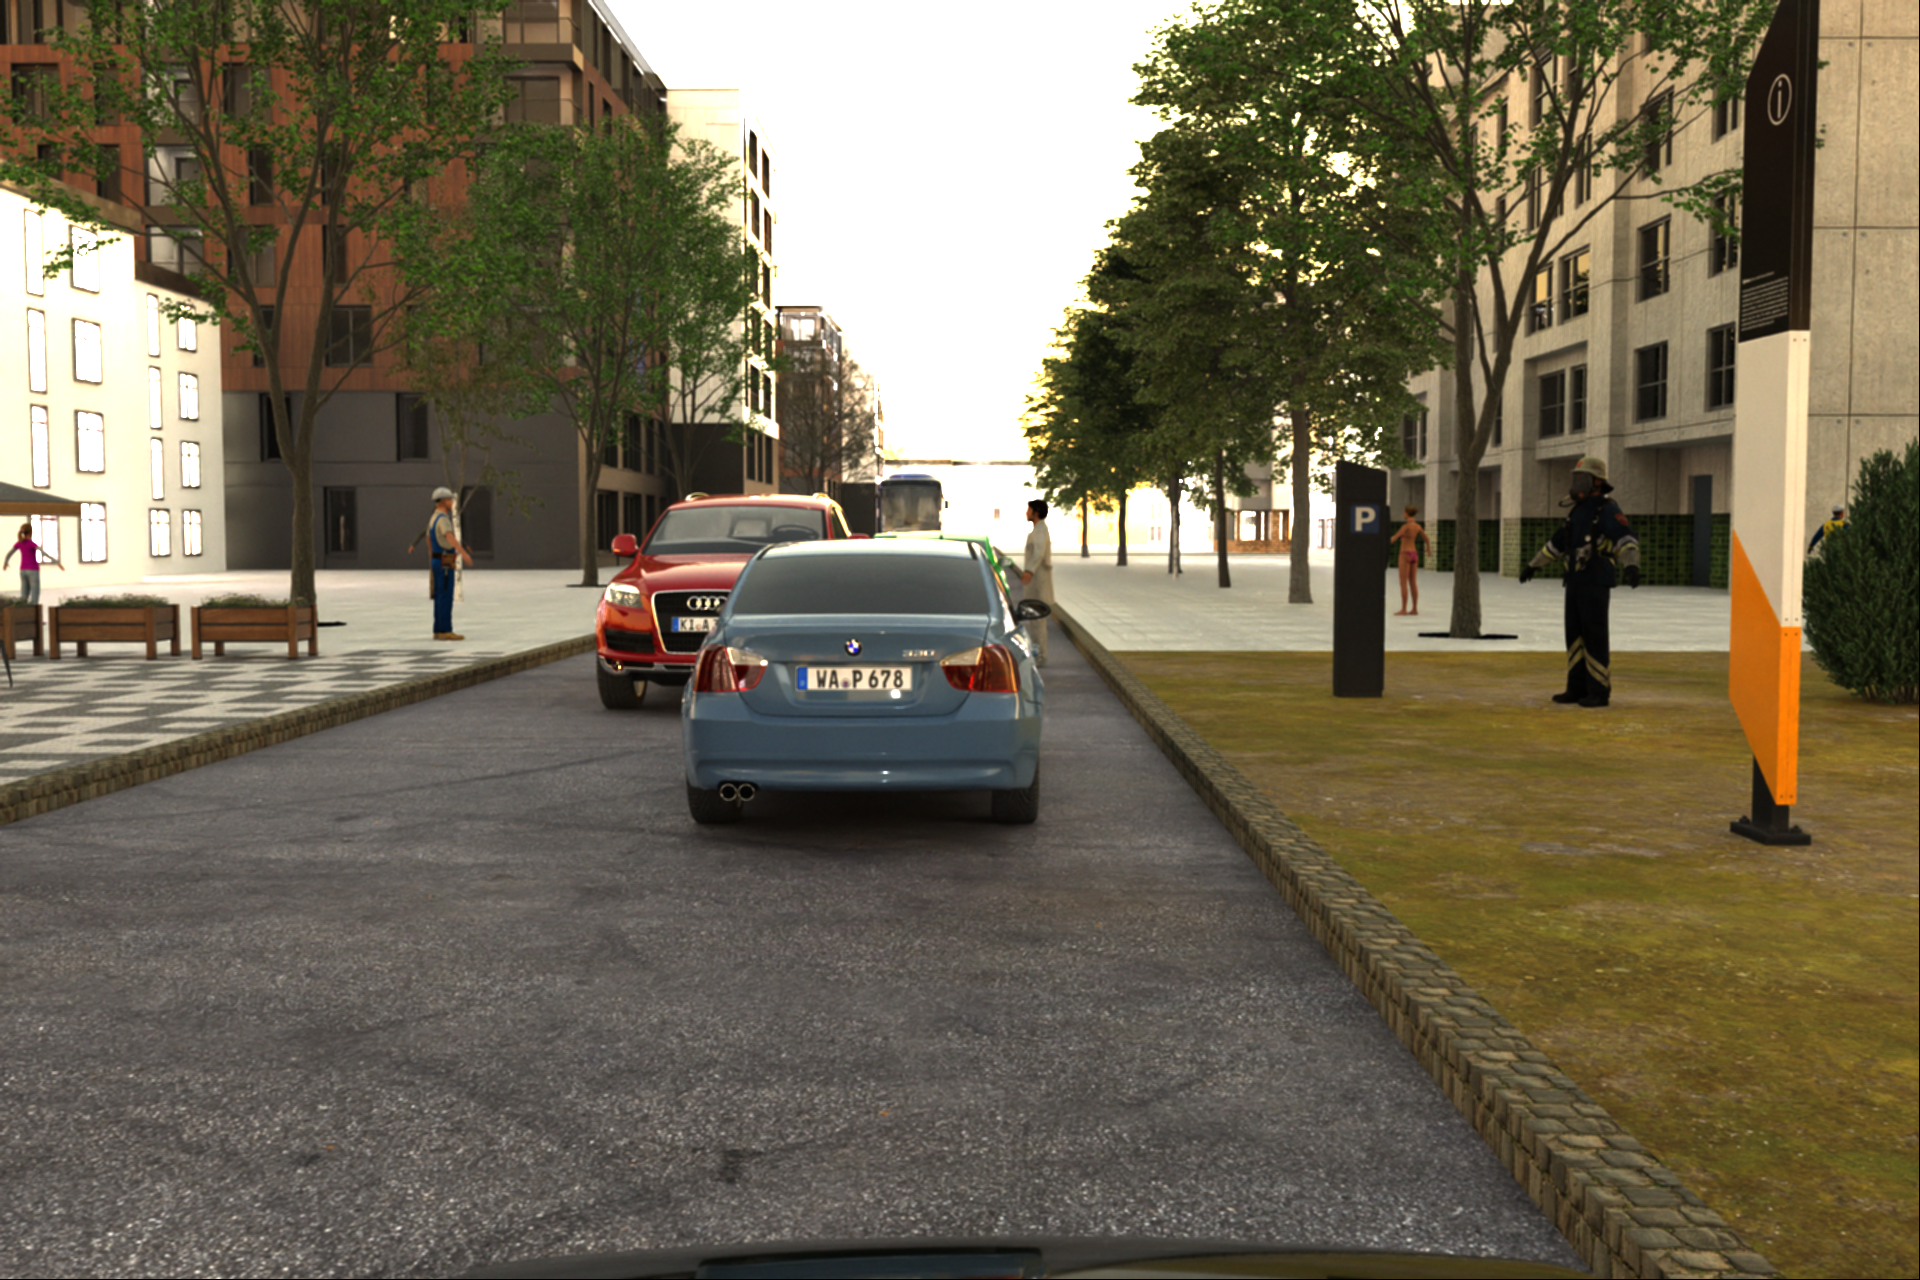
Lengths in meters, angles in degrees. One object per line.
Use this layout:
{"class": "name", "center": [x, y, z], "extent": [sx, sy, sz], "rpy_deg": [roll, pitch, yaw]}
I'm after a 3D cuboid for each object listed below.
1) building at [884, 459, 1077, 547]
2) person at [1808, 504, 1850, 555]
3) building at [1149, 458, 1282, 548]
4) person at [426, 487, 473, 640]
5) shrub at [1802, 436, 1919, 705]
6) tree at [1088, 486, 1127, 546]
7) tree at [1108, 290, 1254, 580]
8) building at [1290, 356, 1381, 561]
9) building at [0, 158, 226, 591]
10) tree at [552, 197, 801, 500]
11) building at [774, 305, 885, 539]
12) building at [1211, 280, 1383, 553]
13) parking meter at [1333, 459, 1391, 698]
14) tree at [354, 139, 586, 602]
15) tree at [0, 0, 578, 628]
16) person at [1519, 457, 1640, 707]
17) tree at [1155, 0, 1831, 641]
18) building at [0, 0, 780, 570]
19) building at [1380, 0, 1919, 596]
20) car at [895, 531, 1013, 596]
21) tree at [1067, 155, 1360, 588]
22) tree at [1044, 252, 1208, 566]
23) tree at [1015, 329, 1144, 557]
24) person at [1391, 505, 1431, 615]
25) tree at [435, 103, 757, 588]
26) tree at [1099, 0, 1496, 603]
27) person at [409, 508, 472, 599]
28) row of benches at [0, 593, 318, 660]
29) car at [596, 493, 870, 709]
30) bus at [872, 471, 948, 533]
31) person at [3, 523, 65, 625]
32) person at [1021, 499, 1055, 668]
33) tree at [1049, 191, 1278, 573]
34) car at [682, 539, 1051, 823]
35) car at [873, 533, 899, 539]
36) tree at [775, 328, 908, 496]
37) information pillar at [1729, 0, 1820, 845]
{"class": "building", "center": [-0.784, -15.279, 194.423], "extent": [28.070, 9.664, 9.099], "rpy_deg": [0, 4, 4]}
{"class": "person", "center": [15.998, -1.565, 31.549], "extent": [0.705, 1.833, 1.349], "rpy_deg": [-2, 4, -27]}
{"class": "building", "center": [23.581, -13.490, 162.712], "extent": [9.099, 9.664, 28.070], "rpy_deg": [0, 4, 0]}
{"class": "person", "center": [-6.235, -0.926, 21.004], "extent": [0.705, 1.847, 1.347], "rpy_deg": [-2, 4, -34]}
{"class": "shrub", "center": [7.192, -0.535, 13.173], "extent": [1.690, 2.028, 1.600], "rpy_deg": [0, 3, 0]}
{"class": "tree", "center": [16.940, -14.757, 191.646], "extent": [4.360, 8.622, 3.978], "rpy_deg": [0, 3, 0]}
{"class": "tree", "center": [6.031, -5.967, 47.923], "extent": [4.737, 8.622, 4.395], "rpy_deg": [0, 3, 0]}
{"class": "building", "center": [22.364, -8.500, 81.118], "extent": [9.099, 9.664, 28.070], "rpy_deg": [0, 4, 1]}
{"class": "building", "center": [-25.897, -6.311, 45.339], "extent": [9.099, 9.664, 28.070], "rpy_deg": [0, 3, 0]}
{"class": "tree", "center": [-8.500, -7.782, 52.986], "extent": [9.928, 11.665, 9.643], "rpy_deg": [0, 3, 0]}
{"class": "building", "center": [-22.326, -20.007, 171.087], "extent": [27.936, 21.610, 32.646], "rpy_deg": [0, 4, 1]}
{"class": "building", "center": [24.140, -16.720, 129.792], "extent": [16.016, 20.090, 11.380], "rpy_deg": [0, 4, 1]}
{"class": "parking meter", "center": [3.168, -0.486, 13.654], "extent": [0.399, 1.863, 0.255], "rpy_deg": [0, 3, 0]}
{"class": "tree", "center": [-9.630, -5.043, 32.819], "extent": [4.360, 8.622, 3.978], "rpy_deg": [0, 3, 0]}
{"class": "tree", "center": [-9.153, -5.984, 23.602], "extent": [9.928, 11.665, 9.643], "rpy_deg": [0, 3, 0]}
{"class": "person", "center": [4.685, -0.441, 12.982], "extent": [0.705, 1.856, 1.354], "rpy_deg": [-1, 4, -16]}
{"class": "tree", "center": [6.427, -5.832, 21.112], "extent": [9.928, 11.665, 9.643], "rpy_deg": [0, 3, 0]}
{"class": "building", "center": [-23.953, -14.300, 77.781], "extent": [27.936, 21.610, 32.646], "rpy_deg": [0, 4, 1]}
{"class": "building", "center": [24.487, -11.276, 50.826], "extent": [16.747, 18.905, 31.486], "rpy_deg": [0, 4, 0]}
{"class": "car", "center": [-0.230, -0.933, 24.054], "extent": [1.959, 1.807, 4.718], "rpy_deg": [0, 4, 1]}
{"class": "tree", "center": [6.027, -6.541, 41.365], "extent": [7.601, 10.594, 8.767], "rpy_deg": [0, 4, 5]}
{"class": "tree", "center": [6.939, -9.277, 69.813], "extent": [7.486, 12.596, 7.792], "rpy_deg": [0, 3, 0]}
{"class": "tree", "center": [6.754, -10.774, 94.280], "extent": [7.486, 12.596, 7.792], "rpy_deg": [0, 3, 0]}
{"class": "person", "center": [7.057, -1.264, 27.468], "extent": [1.217, 1.733, 0.721], "rpy_deg": [-2, 4, -34]}
{"class": "tree", "center": [-8.801, -7.093, 41.731], "extent": [9.928, 11.665, 9.643], "rpy_deg": [0, 3, 0]}
{"class": "tree", "center": [6.009, -6.942, 31.625], "extent": [7.486, 12.596, 7.792], "rpy_deg": [0, 3, 0]}
{"class": "person", "center": [-10.270, -1.704, 34.139], "extent": [0.705, 1.796, 1.348], "rpy_deg": [3, 5, 44]}
{"class": "row of benches", "center": [-8.823, -0.150, 17.923], "extent": [4.104, 0.672, 1.422], "rpy_deg": [0, 4, 0]}
{"class": "car", "center": [-1.899, -0.439, 15.858], "extent": [2.281, 1.827, 5.304], "rpy_deg": [0, 4, 1]}
{"class": "bus", "center": [-1.851, -4.900, 71.663], "extent": [2.896, 3.916, 12.251], "rpy_deg": [0, 4, 0]}
{"class": "person", "center": [-13.084, -0.928, 24.435], "extent": [0.991, 1.433, 0.599], "rpy_deg": [1, 4, 13]}
{"class": "person", "center": [0.806, -0.614, 18.679], "extent": [0.705, 1.806, 1.347], "rpy_deg": [0, 4, 4]}
{"class": "tree", "center": [6.622, -8.456, 56.375], "extent": [7.486, 12.596, 7.792], "rpy_deg": [0, 3, 0]}
{"class": "car", "center": [-0.465, 0.131, 9.868], "extent": [2.014, 1.417, 4.499], "rpy_deg": [0, 4, 0]}
{"class": "car", "center": [-1.540, -2.128, 43.589], "extent": [1.959, 1.807, 4.718], "rpy_deg": [0, 4, 1]}
{"class": "tree", "center": [-8.719, -11.831, 103.812], "extent": [12.009, 13.543, 11.850], "rpy_deg": [0, 3, 0]}
{"class": "information pillar", "center": [3.412, -0.974, 7.272], "extent": [0.183, 3.616, 0.504], "rpy_deg": [0, 3, 0]}
